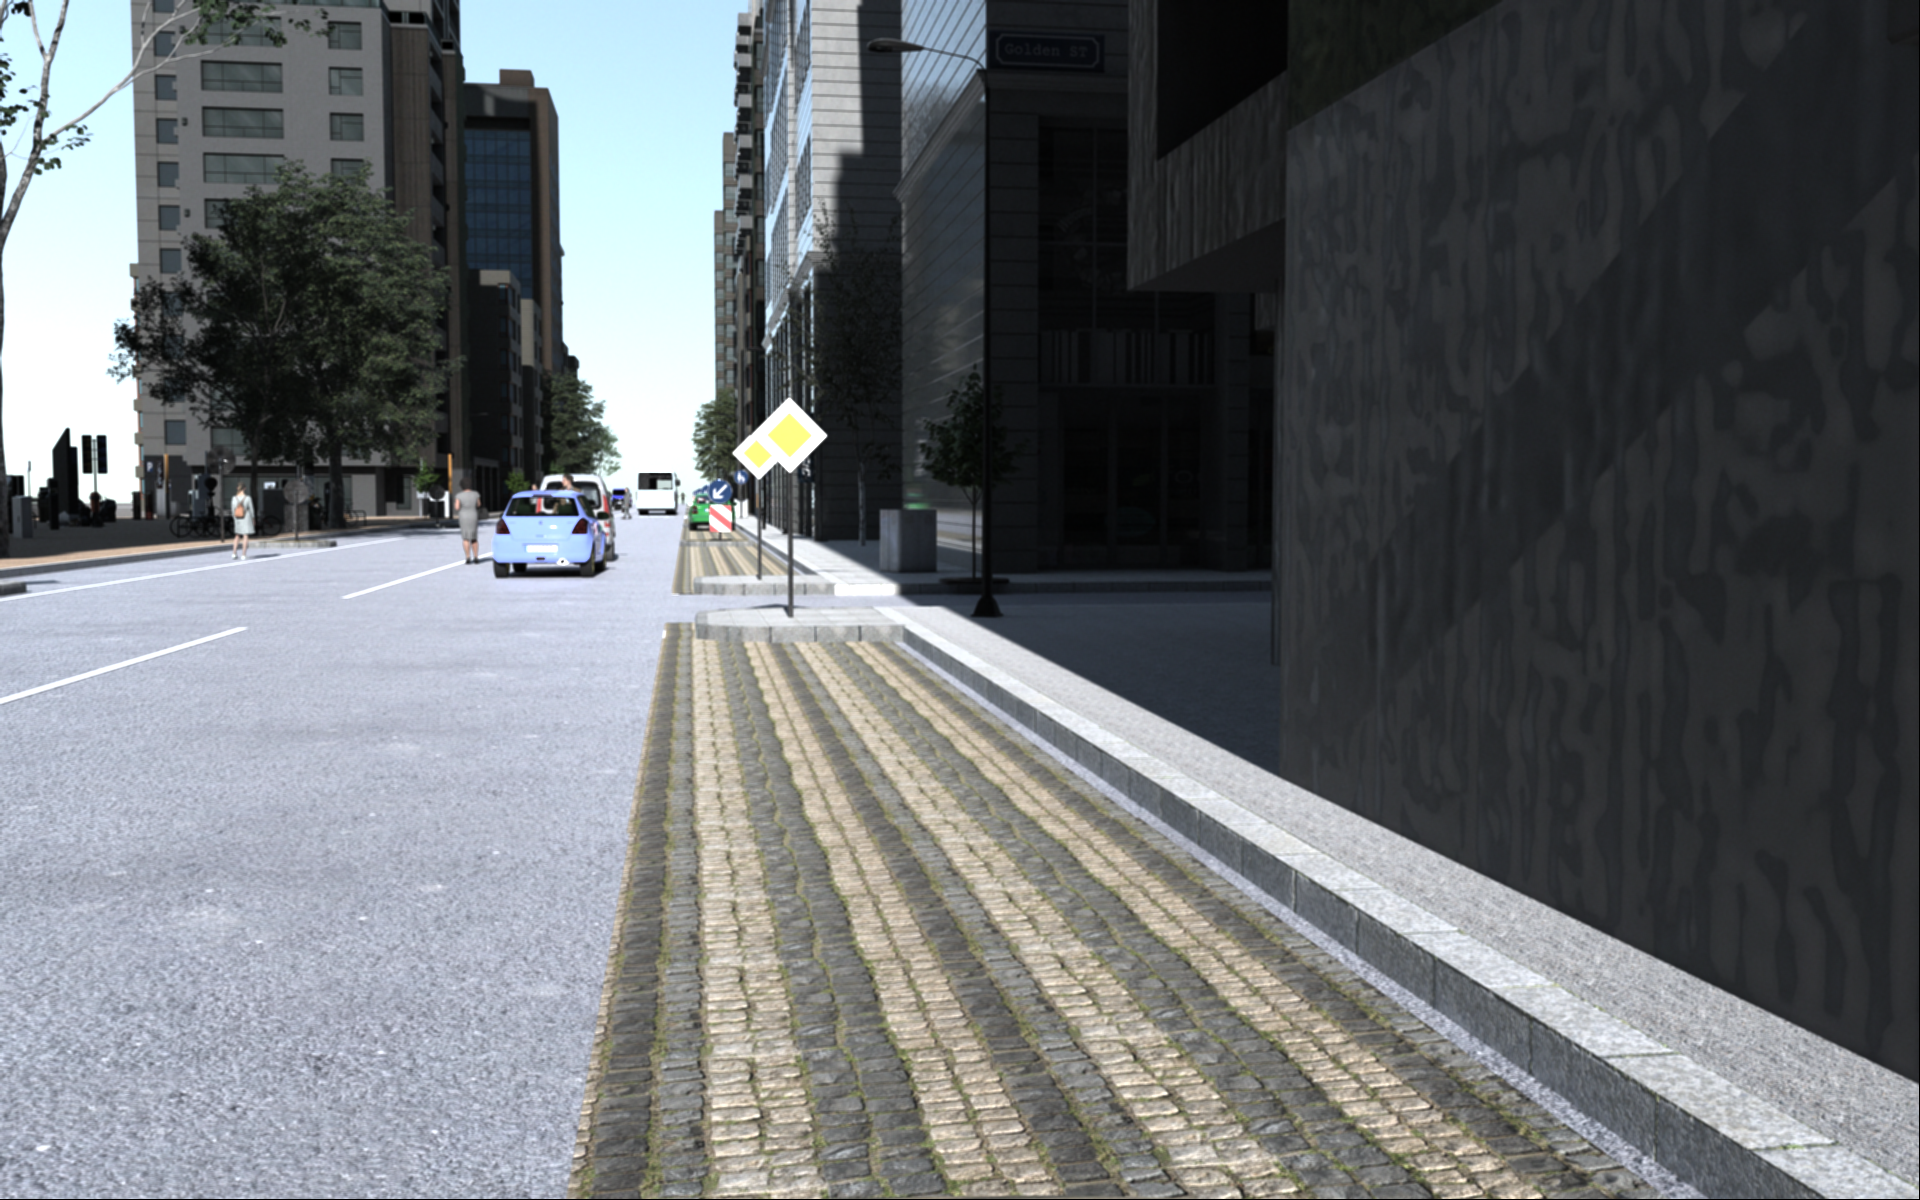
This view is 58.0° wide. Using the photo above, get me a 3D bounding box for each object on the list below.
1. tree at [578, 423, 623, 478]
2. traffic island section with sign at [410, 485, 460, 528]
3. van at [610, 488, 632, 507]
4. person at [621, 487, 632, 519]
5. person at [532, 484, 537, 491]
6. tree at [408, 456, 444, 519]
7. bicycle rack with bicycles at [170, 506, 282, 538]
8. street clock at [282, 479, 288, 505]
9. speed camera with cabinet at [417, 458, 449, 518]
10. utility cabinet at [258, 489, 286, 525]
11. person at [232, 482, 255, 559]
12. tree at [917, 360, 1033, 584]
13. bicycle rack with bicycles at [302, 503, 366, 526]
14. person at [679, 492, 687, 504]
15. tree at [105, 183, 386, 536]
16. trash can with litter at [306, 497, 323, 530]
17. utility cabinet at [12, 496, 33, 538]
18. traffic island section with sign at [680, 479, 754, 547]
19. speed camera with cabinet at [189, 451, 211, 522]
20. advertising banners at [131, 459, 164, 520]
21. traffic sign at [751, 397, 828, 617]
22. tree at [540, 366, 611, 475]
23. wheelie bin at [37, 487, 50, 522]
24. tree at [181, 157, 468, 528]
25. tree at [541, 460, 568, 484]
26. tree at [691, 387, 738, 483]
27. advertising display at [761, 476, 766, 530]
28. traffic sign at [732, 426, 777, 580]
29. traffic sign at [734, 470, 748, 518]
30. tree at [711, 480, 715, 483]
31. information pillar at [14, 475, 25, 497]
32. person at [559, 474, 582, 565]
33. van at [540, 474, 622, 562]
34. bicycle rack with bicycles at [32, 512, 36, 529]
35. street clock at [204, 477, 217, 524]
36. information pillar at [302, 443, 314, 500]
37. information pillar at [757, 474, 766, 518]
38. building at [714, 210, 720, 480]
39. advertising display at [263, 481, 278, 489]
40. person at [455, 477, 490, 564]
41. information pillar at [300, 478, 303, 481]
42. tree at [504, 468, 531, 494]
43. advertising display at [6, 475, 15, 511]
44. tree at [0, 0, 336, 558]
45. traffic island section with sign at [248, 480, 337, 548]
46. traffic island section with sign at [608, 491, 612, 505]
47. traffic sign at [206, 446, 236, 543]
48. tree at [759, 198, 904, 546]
[{"bbox_3d":[-53.633,-20.186,255.797,9.928,11.665,9.643,0,3,0],"label":"tree"},{"bbox_3d":[-22.156,-3.962,73.408,1.989,1.847,2.006,-1,4,-9],"label":"traffic island section with sign"},{"bbox_3d":[-36.188,-11.061,185.225,2.240,2.365,5.245,0,4,-7],"label":"van"},{"bbox_3d":[-19.142,-5.546,99.279,0.767,1.812,0.694,-2,4,-33],"label":"person"},{"bbox_3d":[-15.499,-3.340,63.201,0.635,1.810,0.391,2,4,32],"label":"person"},{"bbox_3d":[-27.087,-5.698,87.769,1.663,3.219,1.824,0,3,0],"label":"tree"},{"bbox_3d":[-22.036,-2.326,51.415,2.925,0.926,2.852,0,4,1],"label":"bicycle rack with bicycles"},{"bbox_3d":[-32.852,-4.880,84.365,0.358,2.002,0.471,-1,4,-10],"label":"street clock"},{"bbox_3d":[-28.597,-6.097,94.018,2.038,3.252,0.660,2,4,34],"label":"speed camera with cabinet"},{"bbox_3d":[-28.647,-3.883,72.165,0.318,1.500,1.173,2,4,27],"label":"utility cabinet"},{"bbox_3d":[-15.792,-1.749,38.105,0.512,1.701,0.522,-1,4,-9],"label":"person"},{"bbox_3d":[0.317,-1.867,25.126,1.663,3.219,1.824,0,3,0],"label":"tree"},{"bbox_3d":[-25.281,-3.410,69.136,2.852,0.926,2.925,2,4,24],"label":"bicycle rack with bicycles"},{"bbox_3d":[-38.265,-14.076,239.353,1.217,1.735,0.721,0,4,8],"label":"person"},{"bbox_3d":[-21.798,-7.247,52.905,8.767,10.594,7.601,-1,4,-13],"label":"tree"},{"bbox_3d":[-23.148,-3.059,61.397,1.055,1.170,0.624,0,3,0],"label":"trash can with litter"},{"bbox_3d":[-27.451,-2.417,50.686,0.306,1.237,1.020,-3,5,-42],"label":"utility cabinet"},{"bbox_3d":[-6.744,-2.398,47.843,1.989,1.847,2.006,-1,4,-9],"label":"traffic island section with sign"},{"bbox_3d":[-35.082,-5.232,79.880,0.660,3.252,2.038,-2,4,-35],"label":"speed camera with cabinet"},{"bbox_3d":[-40.164,-5.474,85.681,2.074,3.025,0.090,1,4,18],"label":"advertising banners"},{"bbox_3d":[-1.764,-0.876,17.959,0.795,2.450,0.064,-1,4,-9],"label":"traffic sign"},{"bbox_3d":[-39.975,-16.277,172.777,9.857,13.997,8.962,0,3,0],"label":"tree"},{"bbox_3d":[-41.430,-4.326,78.641,0.980,1.594,0.693,0,4,-2],"label":"wheelie bin"},{"bbox_3d":[-23.474,-9.656,64.530,9.857,13.997,8.962,0,3,0],"label":"tree"},{"bbox_3d":[-38.832,-11.116,165.464,4.285,4.588,4.351,0,3,0],"label":"tree"},{"bbox_3d":[-24.979,-16.229,183.473,7.486,12.596,7.792,0,3,0],"label":"tree"},{"bbox_3d":[-7.150,-3.540,63.089,0.123,1.923,0.974,-1,4,-10],"label":"advertising display"},{"bbox_3d":[-2.999,-1.358,25.848,0.795,2.450,0.064,-1,4,-9],"label":"traffic sign"},{"bbox_3d":[-11.498,-5.565,91.088,0.768,2.556,0.104,0,4,-1],"label":"traffic sign"},{"bbox_3d":[-30.963,-13.626,217.390,1.663,3.219,1.824,0,3,0],"label":"tree"},{"bbox_3d":[-36.749,-3.861,67.617,0.304,2.012,0.304,1,4,18],"label":"information pillar"},{"bbox_3d":[-7.994,-1.642,35.251,0.656,1.842,0.836,-2,4,-32],"label":"person"},{"bbox_3d":[-8.433,-1.895,37.992,2.013,2.044,4.112,-1,4,-11],"label":"van"},{"bbox_3d":[-35.186,-3.077,63.693,2.852,0.926,2.925,1,4,9],"label":"bicycle rack with bicycles"},{"bbox_3d":[-32.515,-4.321,75.220,0.358,2.002,0.471,2,4,35],"label":"street clock"},{"bbox_3d":[-28.746,-5.201,76.397,0.183,3.616,0.504,3,5,40],"label":"information pillar"},{"bbox_3d":[-10.447,-6.107,91.207,0.504,3.616,0.183,0,4,4],"label":"information pillar"},{"bbox_3d":[-28.569,-34.764,251.981,14.154,41.232,14.086,-1,4,-9],"label":"building"},{"bbox_3d":[-35.187,-5.090,88.438,0.974,1.923,0.123,2,4,30],"label":"advertising display"},{"bbox_3d":[-10.018,-1.631,35.520,0.716,1.782,0.532,-2,4,-30],"label":"person"},{"bbox_3d":[-30.731,-4.691,81.183,0.304,2.012,0.304,-1,4,-13],"label":"information pillar"},{"bbox_3d":[-33.016,-8.297,130.263,1.663,3.219,1.824,0,3,0],"label":"tree"},{"bbox_3d":[-32.223,-3.242,58.225,0.974,1.923,0.123,1,4,10],"label":"advertising display"},{"bbox_3d":[-19.476,-10.988,35.535,12.611,20.169,13.585,0,3,0],"label":"tree"},{"bbox_3d":[-17.982,-2.333,46.777,1.989,1.847,2.006,-1,4,-9],"label":"traffic island section with sign"},{"bbox_3d":[-46.855,-13.613,231.195,1.989,1.847,2.006,-1,4,-9],"label":"traffic island section with sign"},{"bbox_3d":[-19.534,-2.795,45.808,0.768,2.556,0.104,0,4,-4],"label":"traffic sign"},{"bbox_3d":[-2.562,-5.645,42.655,4.360,8.622,3.978,0,3,0],"label":"tree"}]
